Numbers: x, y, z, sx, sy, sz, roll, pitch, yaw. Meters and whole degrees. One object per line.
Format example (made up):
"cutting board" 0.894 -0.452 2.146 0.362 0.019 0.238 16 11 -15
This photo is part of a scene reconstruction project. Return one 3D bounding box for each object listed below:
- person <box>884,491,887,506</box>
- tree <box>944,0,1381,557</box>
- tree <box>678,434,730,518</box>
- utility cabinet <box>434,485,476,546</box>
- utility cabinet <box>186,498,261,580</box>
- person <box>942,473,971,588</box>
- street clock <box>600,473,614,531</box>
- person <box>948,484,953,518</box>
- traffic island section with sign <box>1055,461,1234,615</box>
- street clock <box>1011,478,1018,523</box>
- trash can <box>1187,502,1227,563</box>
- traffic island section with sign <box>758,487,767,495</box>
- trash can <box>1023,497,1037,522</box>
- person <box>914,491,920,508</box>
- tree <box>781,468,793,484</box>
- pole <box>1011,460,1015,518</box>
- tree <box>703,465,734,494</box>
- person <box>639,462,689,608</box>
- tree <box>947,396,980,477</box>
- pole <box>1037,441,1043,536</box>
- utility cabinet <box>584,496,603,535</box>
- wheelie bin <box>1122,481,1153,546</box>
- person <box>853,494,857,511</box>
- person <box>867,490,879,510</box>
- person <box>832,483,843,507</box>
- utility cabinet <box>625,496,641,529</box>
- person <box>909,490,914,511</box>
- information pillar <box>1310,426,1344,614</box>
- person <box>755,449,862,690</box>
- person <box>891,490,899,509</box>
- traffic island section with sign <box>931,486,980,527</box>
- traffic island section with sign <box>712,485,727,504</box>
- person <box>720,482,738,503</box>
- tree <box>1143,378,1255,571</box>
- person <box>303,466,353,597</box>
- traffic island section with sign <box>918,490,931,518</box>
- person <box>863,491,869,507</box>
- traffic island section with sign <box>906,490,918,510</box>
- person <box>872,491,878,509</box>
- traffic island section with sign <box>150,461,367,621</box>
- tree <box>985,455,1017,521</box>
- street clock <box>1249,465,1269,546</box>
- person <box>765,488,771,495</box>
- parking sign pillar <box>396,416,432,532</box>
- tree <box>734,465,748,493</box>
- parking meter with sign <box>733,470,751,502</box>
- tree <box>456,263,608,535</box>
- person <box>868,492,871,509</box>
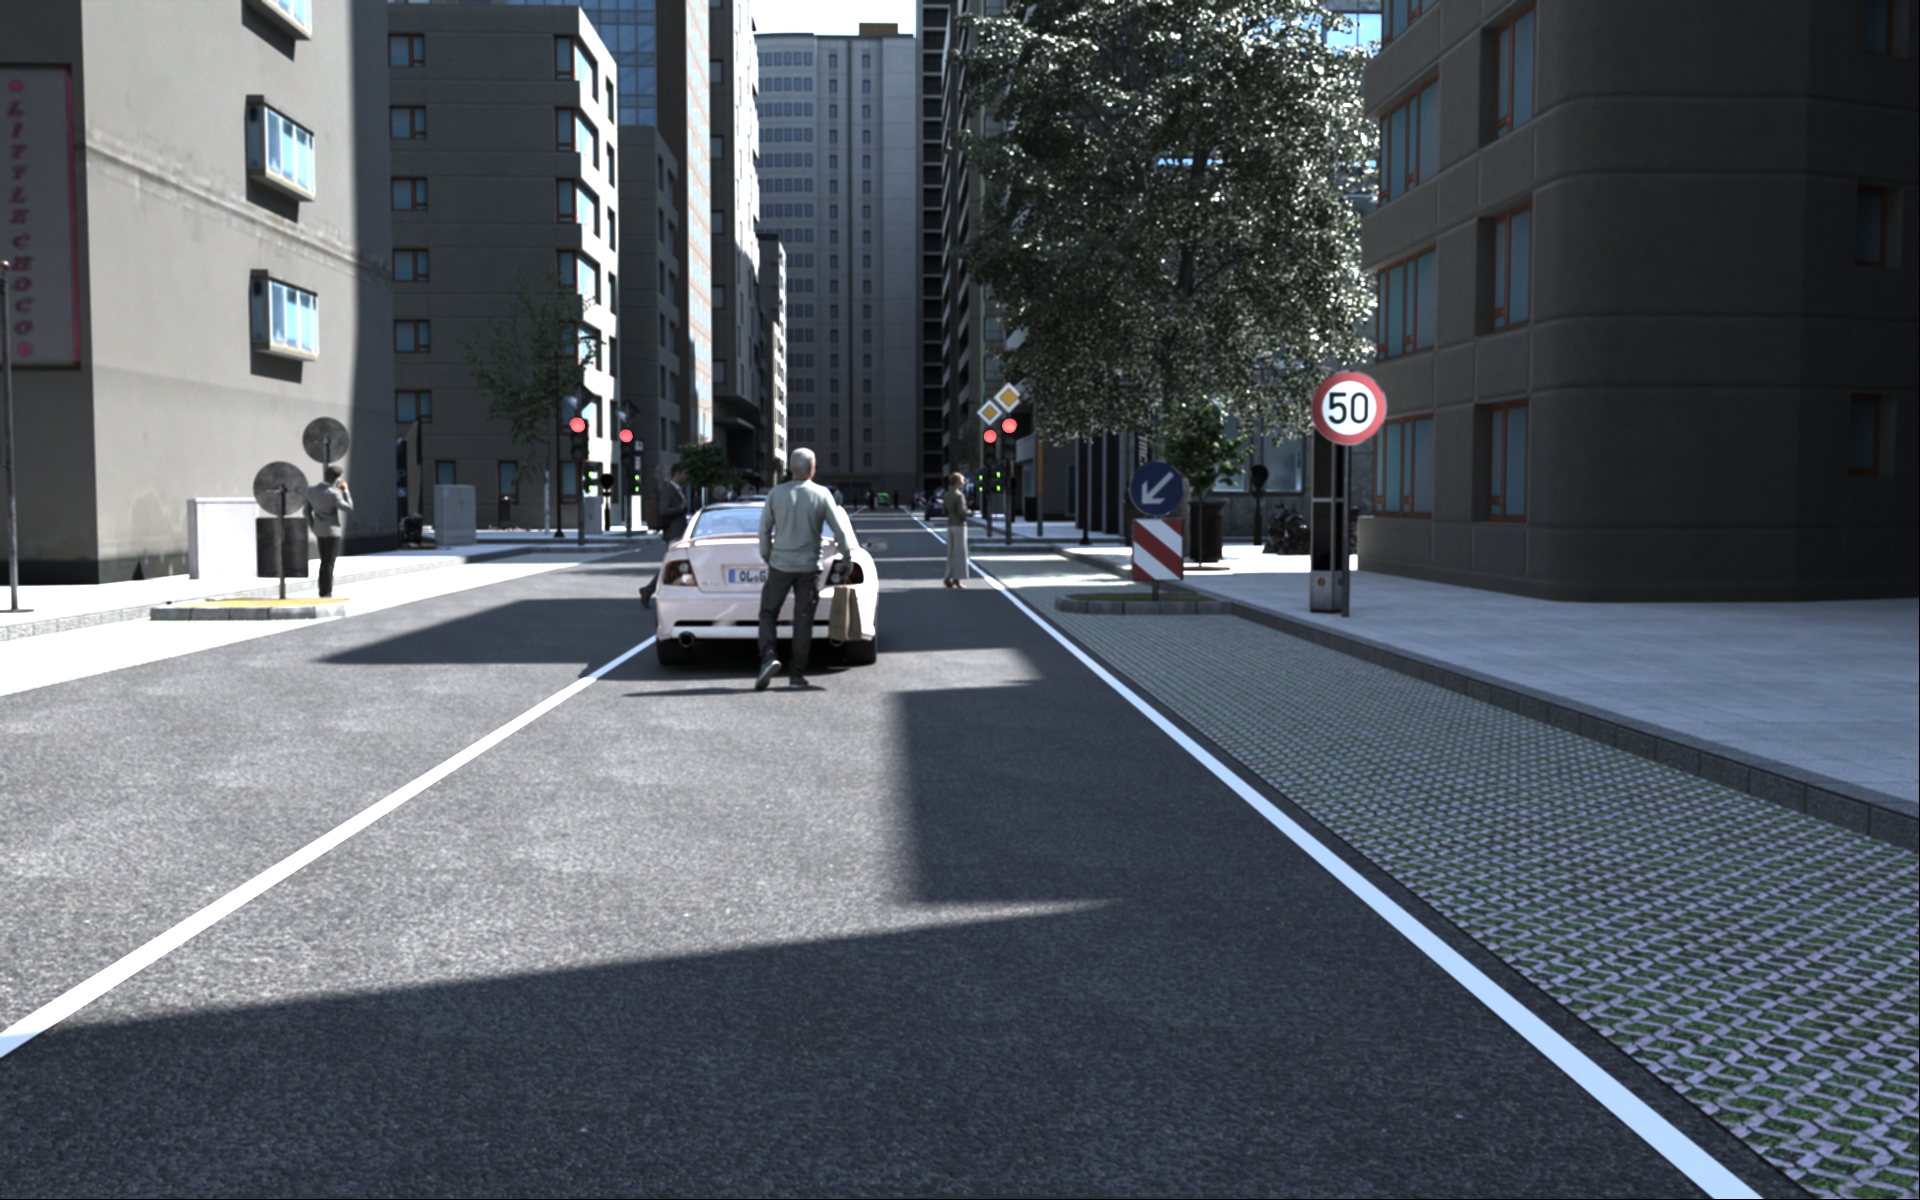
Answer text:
"person" -8.805 -11.801 201.998 0.434 1.755 0.990 2 4 25
"tree" 4.359 -7.861 35.190 9.857 13.997 8.962 0 3 0
"tree" -13.980 -6.737 93.861 4.285 4.588 4.351 0 3 0
"utility cabinet" -12.480 -2.090 42.850 0.318 1.500 1.173 2 4 25
"utility cabinet" -11.150 -0.924 26.266 0.306 1.237 1.020 3 5 41
"person" -0.021 -1.061 26.397 0.362 1.759 0.519 -2 4 -34
"street clock" -12.346 -3.425 60.563 0.471 2.002 0.358 -1 4 -18
"person" -0.220 -3.574 67.155 0.699 1.804 1.509 1 4 16
"traffic island section with sign" 2.202 -0.778 21.350 1.989 1.847 2.006 0 4 -2
"street clock" 2.351 -4.476 77.757 0.471 2.002 0.358 1 4 13
"trash can" 4.602 -1.265 32.333 0.748 1.137 0.748 0 3 0
"traffic island section with sign" -11.716 -5.819 103.771 1.989 1.847 2.006 0 4 -2
"trash can" 3.283 -4.170 79.832 0.748 1.137 0.748 0 3 0
"person" -4.102 -9.442 163.818 0.756 1.711 0.436 3 4 38
"tree" -17.596 -12.307 184.930 4.285 4.588 4.351 0 3 0
"pole" 2.831 -6.010 92.101 0.158 3.312 0.155 0 3 0
"tree" -14.649 -6.681 103.827 1.663 3.219 1.824 0 3 0
"person" -3.628 -0.821 21.884 0.822 1.834 0.622 0 4 -4
"tree" 0.765 -10.986 129.979 4.360 8.622 3.978 0 3 0
"pole" 2.425 -3.578 52.347 0.158 3.312 0.155 0 3 0
"utility cabinet" -11.620 -2.672 54.844 0.306 1.237 1.020 -2 4 -29
"wheelie bin" 4.408 -2.112 42.437 0.980 1.594 0.693 2 4 26
"person" -8.685 -8.065 143.616 0.557 1.426 1.065 1 4 9
"person" -7.615 -8.722 151.233 1.348 1.807 0.705 -3 5 -45
"person" -3.930 -2.864 55.606 0.850 1.792 0.678 -2 4 -31
"utility cabinet" -12.190 -3.263 64.506 0.306 1.237 1.020 0 4 8
"person" -4.210 -8.452 147.219 0.750 1.759 0.617 2 4 32
"information pillar" 3.994 -0.869 18.707 0.304 2.012 0.304 -3 5 -45
"person" -1.114 -0.231 12.766 0.782 1.767 0.515 0 4 -2
"person" -6.229 -9.726 167.478 0.705 1.831 1.348 2 4 35
"traffic island section with sign" -0.141 -4.127 76.111 1.989 1.847 2.006 0 4 -2
"traffic island section with sign" -10.546 -4.140 76.324 1.989 1.847 2.006 0 4 -2
"person" -7.657 -3.001 57.536 0.622 1.834 0.822 -1 4 -12
"tree" 4.170 -2.108 29.062 1.663 3.219 1.824 0 3 0
"person" -8.305 -0.862 22.781 0.592 1.802 0.473 3 4 38
"traffic island section with sign" -1.307 -5.775 103.041 1.989 1.847 2.006 0 4 -2
"person" -10.637 -11.610 198.305 0.705 1.826 1.348 -3 5 -45
"traffic island section with sign" -4.613 -10.503 180.356 1.989 1.847 2.006 0 4 -2
"person" -8.130 -9.590 165.962 0.621 1.740 0.551 2 4 33
"traffic island section with sign" -8.148 -0.721 20.417 1.989 1.847 2.006 0 4 -2
"tree" 1.631 -5.420 83.224 1.663 3.219 1.824 0 3 0
"street clock" 7.373 -2.339 42.821 0.471 2.002 0.358 0 4 5
"person" -10.896 -5.691 101.772 1.509 1.804 0.699 2 4 31
"parking sign pillar" -18.940 -4.346 59.529 1.447 3.967 1.447 0 4 5
"tree" -14.915 -7.297 113.899 1.663 3.219 1.824 0 3 0
"parking meter with sign" -15.404 -7.848 124.574 1.738 3.016 0.543 0 4 2
"tree" -13.298 -6.372 54.543 4.737 8.622 4.395 0 3 0
"person" -8.958 -9.882 171.546 0.415 1.643 0.593 -3 5 -40
